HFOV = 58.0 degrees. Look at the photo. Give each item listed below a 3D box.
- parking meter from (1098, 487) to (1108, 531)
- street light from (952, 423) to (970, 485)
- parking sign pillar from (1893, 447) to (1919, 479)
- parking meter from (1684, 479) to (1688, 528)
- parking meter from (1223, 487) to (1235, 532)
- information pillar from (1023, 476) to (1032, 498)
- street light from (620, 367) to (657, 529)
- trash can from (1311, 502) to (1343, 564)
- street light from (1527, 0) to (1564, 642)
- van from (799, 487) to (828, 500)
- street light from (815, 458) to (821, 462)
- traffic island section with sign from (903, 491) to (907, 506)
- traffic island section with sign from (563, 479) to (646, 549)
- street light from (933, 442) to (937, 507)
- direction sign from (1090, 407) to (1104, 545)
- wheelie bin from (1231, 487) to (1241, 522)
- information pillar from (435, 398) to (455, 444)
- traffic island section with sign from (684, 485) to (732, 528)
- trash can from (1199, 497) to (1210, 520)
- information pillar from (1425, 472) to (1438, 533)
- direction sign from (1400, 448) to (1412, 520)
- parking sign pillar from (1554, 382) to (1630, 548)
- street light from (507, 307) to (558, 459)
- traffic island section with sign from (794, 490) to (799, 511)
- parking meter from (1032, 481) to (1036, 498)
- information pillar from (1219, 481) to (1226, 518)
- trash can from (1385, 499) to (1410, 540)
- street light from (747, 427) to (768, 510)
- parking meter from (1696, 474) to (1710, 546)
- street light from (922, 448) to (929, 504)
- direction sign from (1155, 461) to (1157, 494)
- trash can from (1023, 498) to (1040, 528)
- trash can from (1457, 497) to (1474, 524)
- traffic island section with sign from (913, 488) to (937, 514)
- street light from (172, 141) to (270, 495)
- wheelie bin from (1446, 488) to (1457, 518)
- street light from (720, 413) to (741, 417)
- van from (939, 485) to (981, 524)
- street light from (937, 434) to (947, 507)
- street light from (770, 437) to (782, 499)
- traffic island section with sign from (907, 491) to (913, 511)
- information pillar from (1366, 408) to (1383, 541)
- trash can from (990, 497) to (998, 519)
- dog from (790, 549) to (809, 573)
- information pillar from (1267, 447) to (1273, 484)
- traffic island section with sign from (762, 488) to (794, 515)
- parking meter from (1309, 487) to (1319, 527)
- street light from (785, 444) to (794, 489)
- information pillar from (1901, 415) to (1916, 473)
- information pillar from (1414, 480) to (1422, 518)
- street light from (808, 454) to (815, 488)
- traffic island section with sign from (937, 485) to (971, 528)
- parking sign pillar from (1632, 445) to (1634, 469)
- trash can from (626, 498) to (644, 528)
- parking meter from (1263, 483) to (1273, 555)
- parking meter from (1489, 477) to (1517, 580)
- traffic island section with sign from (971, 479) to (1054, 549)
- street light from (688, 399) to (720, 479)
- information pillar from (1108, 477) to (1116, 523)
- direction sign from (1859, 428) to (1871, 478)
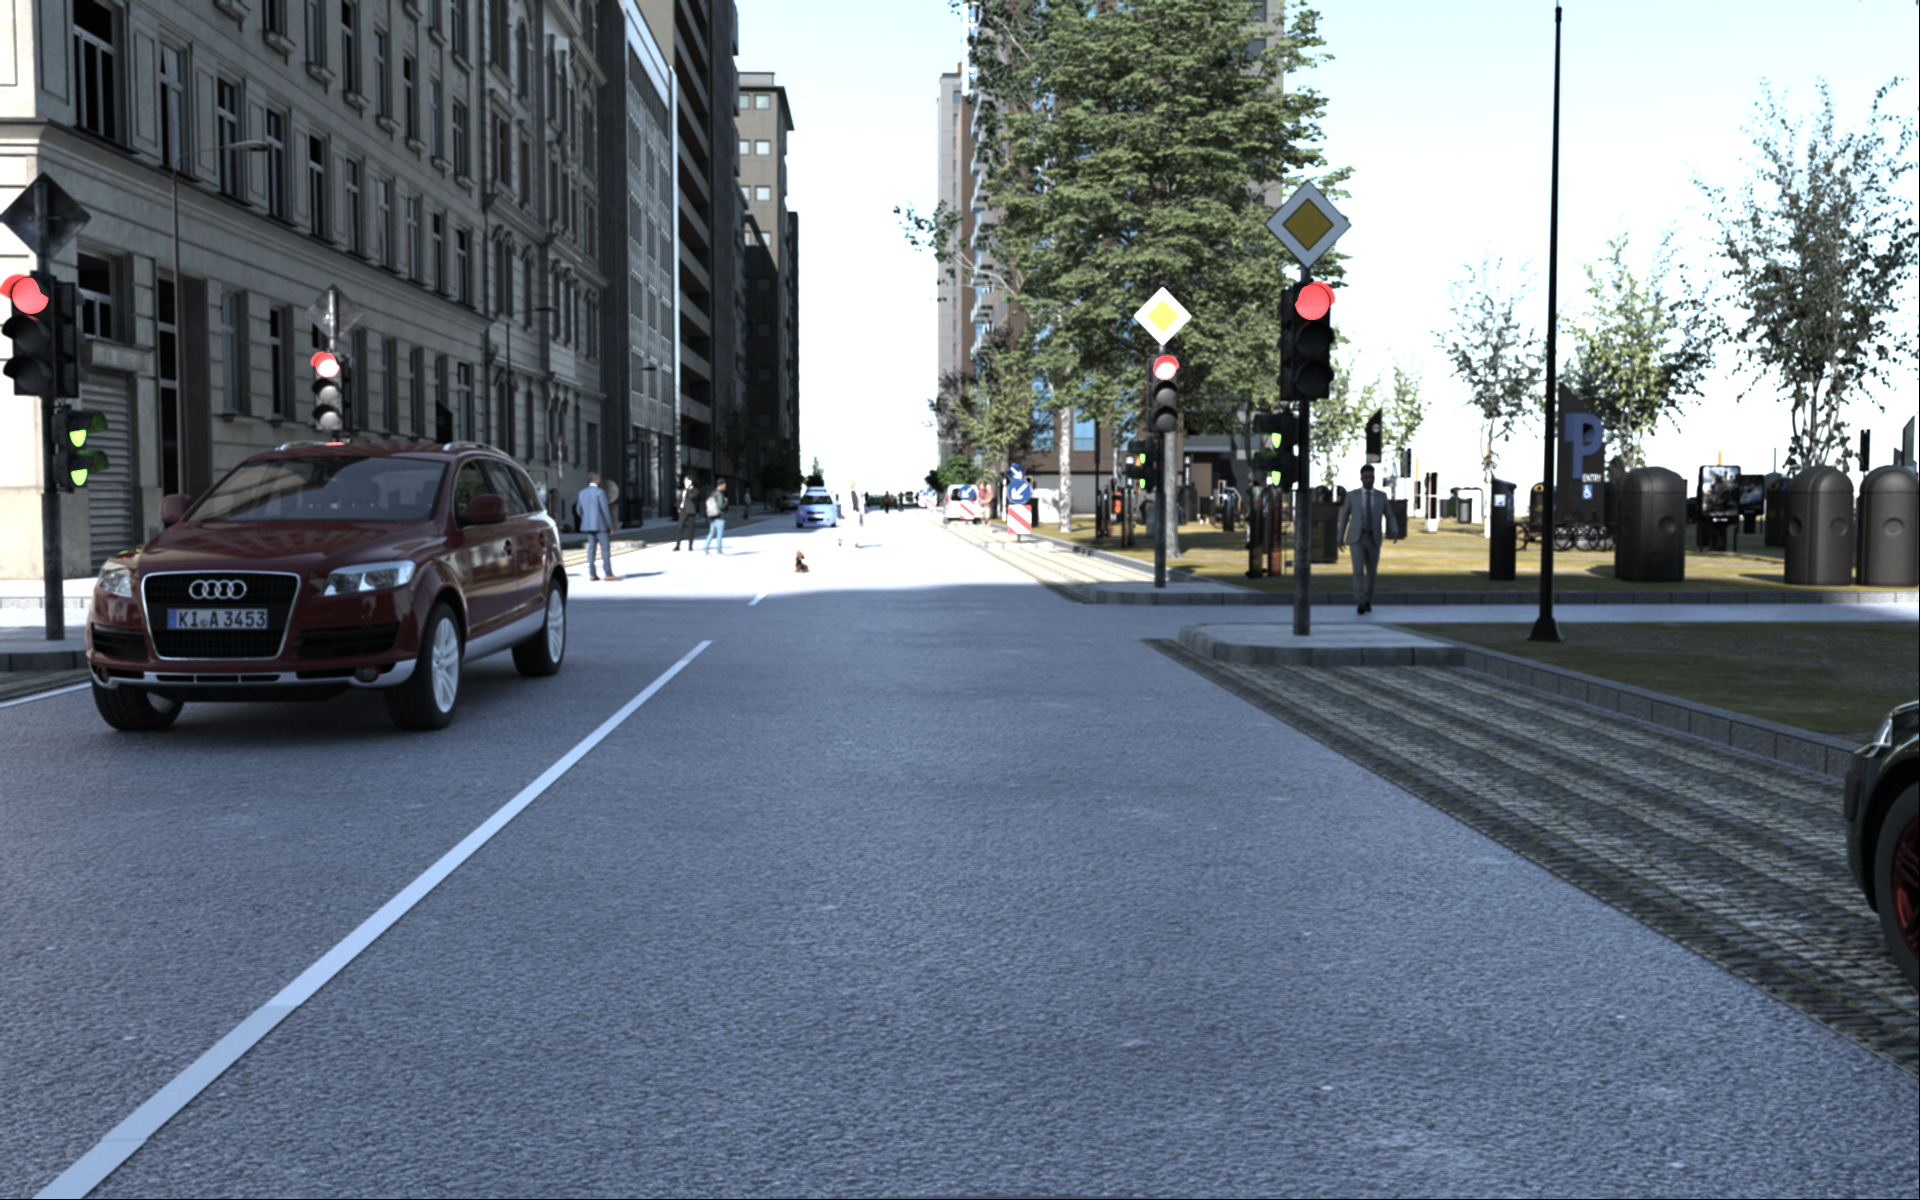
[{"bbox_3d":[4.915,-3.135,59.663,0.372,1.533,0.369,0,3,0],"label":"parking meter"},{"bbox_3d":[0.039,-8.655,114.047,1.470,5.913,1.316,0,4,-3],"label":"street light"},{"bbox_3d":[53.634,-6.713,98.223,1.447,3.967,1.447,0,4,4],"label":"parking sign pillar"},{"bbox_3d":[27.603,-3.706,66.297,0.255,1.863,0.399,-3,5,-43],"label":"parking meter"},{"bbox_3d":[9.128,-3.083,58.811,0.372,1.533,0.369,0,3,0],"label":"parking meter"},{"bbox_3d":[2.788,-4.124,71.912,0.304,2.012,0.304,-1,4,-19],"label":"information pillar"},{"bbox_3d":[-11.783,-5.562,63.486,1.470,5.913,1.316,0,4,-3],"label":"street light"},{"bbox_3d":[6.677,-1.243,31.984,0.748,1.137,0.748,0,3,0],"label":"trash can"},{"bbox_3d":[4.612,-2.599,15.042,1.470,5.913,1.316,0,4,-3],"label":"street light"},{"bbox_3d":[-8.598,-5.913,103.693,2.013,2.044,4.112,0,4,-4],"label":"van"},{"bbox_3d":[-19.010,-15.330,223.185,1.470,5.913,1.316,0,4,-3],"label":"street light"},{"bbox_3d":[-5.954,-12.081,206.154,1.989,1.847,2.006,0,4,-3],"label":"traffic island section with sign"},{"bbox_3d":[-9.427,-2.294,46.134,1.989,1.847,2.006,0,4,-3],"label":"traffic island section with sign"},{"bbox_3d":[-1.748,-11.142,154.708,1.470,5.913,1.316,0,4,-3],"label":"street light"},{"bbox_3d":[3.485,-3.178,43.955,0.379,3.537,0.876,1,4,11],"label":"direction sign"},{"bbox_3d":[12.590,-4.407,79.967,0.693,1.594,0.980,1,4,18],"label":"wheelie bin"},{"bbox_3d":[-12.516,-3.105,42.125,0.504,3.616,0.183,1,4,20],"label":"information pillar"},{"bbox_3d":[-10.654,-3.941,73.062,1.989,1.847,2.006,0,4,-3],"label":"traffic island section with sign"},{"bbox_3d":[12.203,-4.540,85.884,0.748,1.137,0.748,0,3,0],"label":"trash can"},{"bbox_3d":[15.445,-3.196,56.744,0.304,2.012,0.304,-1,4,-11],"label":"information pillar"},{"bbox_3d":[21.774,-5.667,84.658,0.876,3.537,0.379,-3,4,-38],"label":"direction sign"},{"bbox_3d":[15.046,-3.272,41.968,1.447,3.967,1.447,-2,4,-33],"label":"parking sign pillar"},{"bbox_3d":[-10.656,-4.313,43.066,1.470,5.913,1.316,0,4,-3],"label":"street light"},{"bbox_3d":[-14.165,-8.595,149.161,1.989,1.847,2.006,0,4,-3],"label":"traffic island section with sign"},{"bbox_3d":[3.205,-4.394,77.556,0.399,1.863,0.255,0,4,-2],"label":"parking meter"},{"bbox_3d":[14.309,-5.504,94.478,0.304,2.012,0.304,2,4,34],"label":"information pillar"},{"bbox_3d":[12.349,-2.286,49.025,0.748,1.137,0.748,0,3,0],"label":"trash can"},{"bbox_3d":[-14.237,-9.061,120.681,1.470,5.913,1.316,0,4,-3],"label":"street light"},{"bbox_3d":[18.293,-2.249,42.475,0.399,1.863,0.255,0,4,0],"label":"parking meter"},{"bbox_3d":[-2.845,-12.398,175.241,1.470,5.913,1.316,0,4,-3],"label":"street light"},{"bbox_3d":[10.442,-6.115,91.980,0.379,3.537,0.876,0,4,-2],"label":"direction sign"},{"bbox_3d":[2.712,-3.360,66.586,0.748,1.137,0.748,0,3,0],"label":"trash can"},{"bbox_3d":[21.890,-3.877,75.035,0.748,1.137,0.748,0,3,0],"label":"trash can"},{"bbox_3d":[-2.164,-7.032,123.596,1.989,1.847,2.006,0,4,-3],"label":"traffic island section with sign"},{"bbox_3d":[-9.790,-3.083,22.945,1.470,5.913,1.316,0,4,-3],"label":"street light"},{"bbox_3d":[26.683,-5.265,93.994,0.693,1.594,0.980,0,4,4],"label":"wheelie bin"},{"bbox_3d":[-13.280,-7.760,99.422,1.470,5.913,1.316,0,4,-3],"label":"street light"},{"bbox_3d":[0.084,-4.402,78.988,2.013,2.044,4.112,0,4,-2],"label":"van"},{"bbox_3d":[-0.841,-9.893,134.289,1.470,5.913,1.316,0,4,-3],"label":"street light"},{"bbox_3d":[-15.325,-10.317,141.221,1.470,5.913,1.316,0,4,-3],"label":"street light"},{"bbox_3d":[-3.406,-8.685,150.621,1.989,1.847,2.006,0,4,-3],"label":"traffic island section with sign"},{"bbox_3d":[11.263,-3.410,47.112,0.183,3.616,0.504,-3,5,-42],"label":"information pillar"},{"bbox_3d":[1.638,-4.758,89.441,0.748,1.137,0.748,0,3,0],"label":"trash can"},{"bbox_3d":[-3.001,-0.709,31.781,0.550,0.427,0.748,2,4,26],"label":"dog"},{"bbox_3d":[15.320,-5.738,85.164,0.504,3.616,0.183,3,5,42],"label":"information pillar"},{"bbox_3d":[-12.900,-6.912,121.639,1.989,1.847,2.006,0,4,-3],"label":"traffic island section with sign"},{"bbox_3d":[13.602,-3.558,66.580,0.372,1.533,0.369,0,3,0],"label":"parking meter"},{"bbox_3d":[-16.094,-11.548,161.347,1.470,5.913,1.316,0,4,-3],"label":"street light"},{"bbox_3d":[28.060,-3.666,51.288,0.504,3.616,0.183,-2,4,-27],"label":"information pillar"},{"bbox_3d":[24.167,-5.319,91.465,0.304,2.012,0.304,0,4,-8],"label":"information pillar"},{"bbox_3d":[-18.090,-14.071,202.595,1.470,5.913,1.316,0,4,-3],"label":"street light"},{"bbox_3d":[0.149,-3.959,73.361,1.989,1.847,2.006,0,4,-3],"label":"traffic island section with sign"},{"bbox_3d":[36.309,-6.524,95.141,1.447,3.967,1.447,1,4,22],"label":"parking sign pillar"},{"bbox_3d":[-12.341,-3.302,65.641,0.748,1.137,0.748,0,3,0],"label":"trash can"},{"bbox_3d":[6.596,-1.739,36.848,0.372,1.533,0.369,0,3,0],"label":"parking meter"},{"bbox_3d":[8.106,-1.066,25.843,0.372,1.533,0.369,0,3,0],"label":"parking meter"},{"bbox_3d":[1.410,-2.290,46.076,1.989,1.847,2.006,0,4,-3],"label":"traffic island section with sign"},{"bbox_3d":[-12.660,-6.842,84.412,1.470,5.913,1.316,0,4,-3],"label":"street light"},{"bbox_3d":[6.686,-4.377,76.057,0.304,2.012,0.304,0,4,-7],"label":"information pillar"},{"bbox_3d":[31.442,-4.174,60.246,0.379,3.537,0.876,0,4,7],"label":"direction sign"}]
